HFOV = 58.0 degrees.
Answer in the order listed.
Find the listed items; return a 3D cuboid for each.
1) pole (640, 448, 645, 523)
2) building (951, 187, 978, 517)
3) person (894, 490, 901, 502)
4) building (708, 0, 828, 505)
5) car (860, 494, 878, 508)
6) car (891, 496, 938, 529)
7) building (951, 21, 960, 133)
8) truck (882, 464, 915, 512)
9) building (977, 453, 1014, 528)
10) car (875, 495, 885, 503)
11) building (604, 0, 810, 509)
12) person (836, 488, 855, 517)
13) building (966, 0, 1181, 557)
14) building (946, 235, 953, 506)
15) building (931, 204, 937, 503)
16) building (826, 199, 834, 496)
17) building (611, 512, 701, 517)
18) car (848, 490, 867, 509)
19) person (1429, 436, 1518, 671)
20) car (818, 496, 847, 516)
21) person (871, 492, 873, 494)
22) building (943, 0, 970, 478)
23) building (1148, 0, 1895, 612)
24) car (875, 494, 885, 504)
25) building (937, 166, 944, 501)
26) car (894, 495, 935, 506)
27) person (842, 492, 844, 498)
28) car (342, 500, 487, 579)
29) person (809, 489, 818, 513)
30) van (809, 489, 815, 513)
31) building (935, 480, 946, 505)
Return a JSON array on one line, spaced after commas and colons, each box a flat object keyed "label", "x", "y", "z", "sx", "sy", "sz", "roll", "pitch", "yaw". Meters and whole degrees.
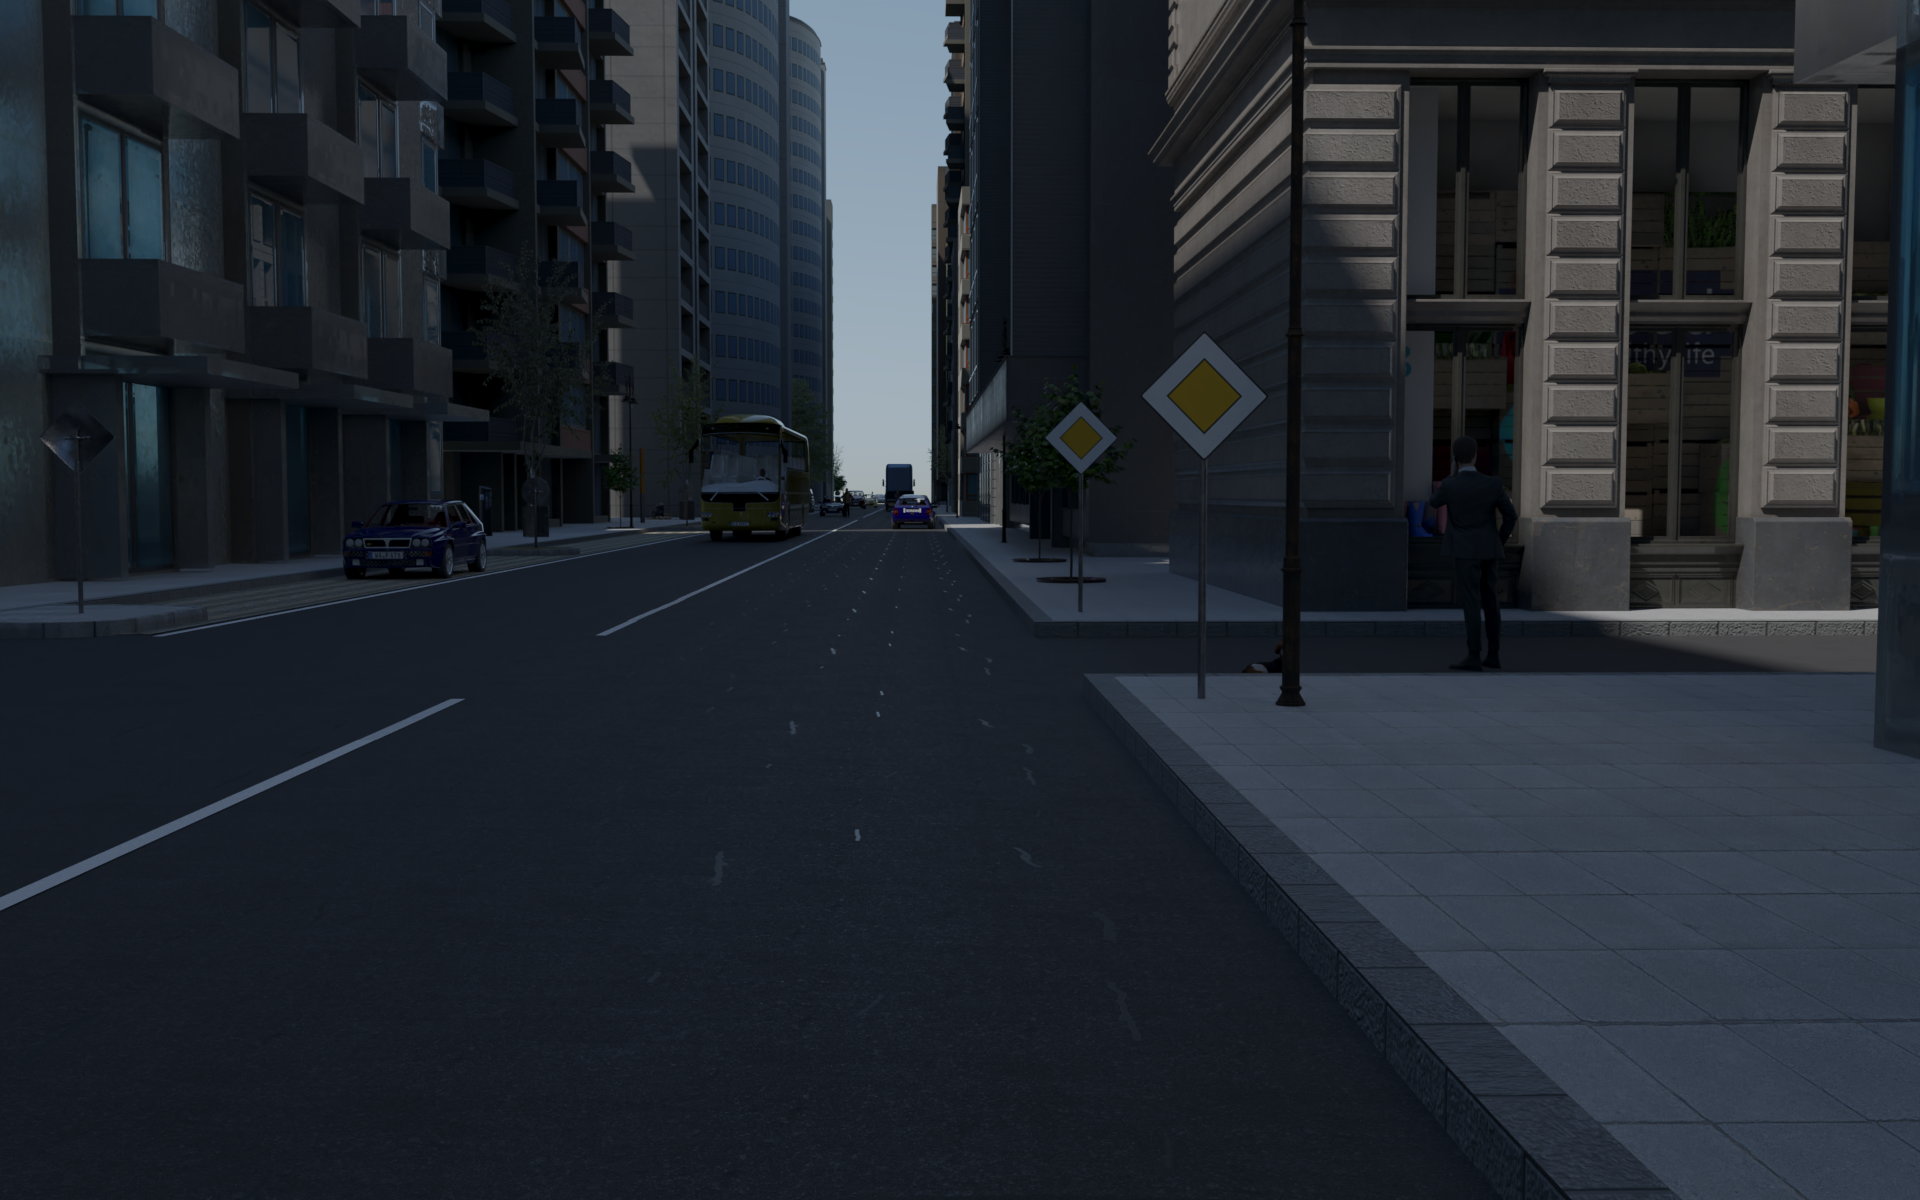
[{"label": "pole", "x": -14.143, "y": -5.091, "z": 77.088, "sx": 0.158, "sy": 3.312, "sz": 0.155, "roll": 0, "pitch": 3, "yaw": 0}, {"label": "building", "x": 13.558, "y": -16.352, "z": 112.391, "sx": 27.650, "sy": 21.520, "sz": 28.899, "roll": 0, "pitch": 4, "yaw": -1}, {"label": "person", "x": -4.750, "y": -7.606, "z": 133.389, "sx": 0.617, "sy": 1.759, "sz": 0.750, "roll": -1, "pitch": 4, "yaw": -18}, {"label": "building", "x": -27.509, "y": -40.958, "z": 211.660, "sx": 21.231, "sy": 58.520, "sz": 28.212, "roll": 0, "pitch": 4, "yaw": -1}, {"label": "car", "x": -9.492, "y": -10.395, "z": 180.184, "sx": 2.015, "sy": 1.641, "sz": 3.980, "roll": 0, "pitch": 3, "yaw": 0}, {"label": "car", "x": -1.911, "y": -3.620, "z": 71.775, "sx": 1.945, "sy": 1.354, "sz": 3.894, "roll": 0, "pitch": 4, "yaw": 0}, {"label": "building", "x": 6.191, "y": -31.344, "z": 162.581, "sx": 14.600, "sy": 45.320, "sz": 14.200, "roll": 0, "pitch": 4, "yaw": -1}, {"label": "truck", "x": -5.076, "y": -9.652, "z": 147.562, "sx": 2.967, "sy": 4.110, "sz": 18.799, "roll": 0, "pitch": 4, "yaw": -3}, {"label": "building", "x": 6.680, "y": -18.446, "z": 79.083, "sx": 11.434, "sy": 29.767, "sz": 29.804, "roll": 0, "pitch": 4, "yaw": -1}, {"label": "car", "x": -10.843, "y": -13.703, "z": 236.407, "sx": 2.083, "sy": 1.381, "sz": 4.827, "roll": 0, "pitch": 4, "yaw": -3}, {"label": "building", "x": -26.865, "y": -45.755, "z": 186.342, "sx": 20.563, "sy": 71.187, "sz": 20.611, "roll": 0, "pitch": 4, "yaw": -1}, {"label": "person", "x": -6.996, "y": -6.007, "z": 106.810, "sx": 1.348, "sy": 1.812, "sz": 0.705, "roll": 2, "pitch": 4, "yaw": 27}, {"label": "building", "x": 7.713, "y": -14.086, "z": 49.379, "sx": 14.314, "sy": 24.678, "sz": 30.058, "roll": 0, "pitch": 4, "yaw": -1}, {"label": "building", "x": 5.474, "y": -25.736, "z": 192.488, "sx": 14.160, "sy": 30.474, "sz": 14.107, "roll": 0, "pitch": 4, "yaw": -1}, {"label": "building", "x": 2.916, "y": -34.400, "z": 246.028, "sx": 14.154, "sy": 41.232, "sz": 14.086, "roll": 0, "pitch": 4, "yaw": -1}, {"label": "building", "x": -24.396, "y": -33.627, "z": 233.399, "sx": 14.154, "sy": 41.232, "sz": 14.086, "roll": 0, "pitch": 4, "yaw": -1}, {"label": "building", "x": -23.541, "y": -40.646, "z": 102.812, "sx": 20.563, "sy": 71.187, "sz": 20.611, "roll": 0, "pitch": 4, "yaw": -1}, {"label": "car", "x": -10.069, "y": -9.678, "z": 166.912, "sx": 2.281, "sy": 1.827, "sz": 5.304, "roll": 0, "pitch": 4, "yaw": -2}, {"label": "person", "x": 4.176, "y": -0.386, "z": 14.174, "sx": 0.648, "sy": 1.900, "sz": 0.474, "roll": -1, "pitch": 4, "yaw": -16}, {"label": "car", "x": -8.229, "y": -6.125, "z": 112.728, "sx": 1.945, "sy": 1.354, "sz": 3.894, "roll": 0, "pitch": 4, "yaw": -2}, {"label": "person", "x": -10.792, "y": -12.586, "z": 214.994, "sx": 0.721, "sy": 1.735, "sz": 1.217, "roll": -3, "pitch": 4, "yaw": -36}, {"label": "building", "x": 9.794, "y": -29.741, "z": 140.885, "sx": 22.147, "sy": 44.769, "sz": 28.867, "roll": 0, "pitch": 4, "yaw": -1}, {"label": "building", "x": 12.785, "y": -11.883, "z": 23.163, "sx": 19.941, "sy": 23.489, "sz": 11.050, "roll": 0, "pitch": 4, "yaw": -1}, {"label": "car", "x": -11.486, "y": -14.428, "z": 247.689, "sx": 2.131, "sy": 1.459, "sz": 4.920, "roll": 0, "pitch": 4, "yaw": -2}, {"label": "building", "x": 3.879, "y": -35.513, "z": 230.749, "sx": 14.600, "sy": 45.320, "sz": 14.200, "roll": 0, "pitch": 4, "yaw": -1}, {"label": "car", "x": -2.181, "y": -4.363, "z": 83.331, "sx": 2.014, "sy": 1.417, "sz": 4.499, "roll": 0, "pitch": 4, "yaw": -1}, {"label": "person", "x": -13.265, "y": -11.488, "z": 197.253, "sx": 0.530, "sy": 1.710, "sz": 0.541, "roll": 2, "pitch": 4, "yaw": 31}, {"label": "car", "x": -9.517, "y": -1.088, "z": 30.370, "sx": 1.945, "sy": 1.354, "sz": 3.894, "roll": 0, "pitch": 4, "yaw": -3}, {"label": "person", "x": -11.327, "y": -7.436, "z": 130.077, "sx": 1.348, "sy": 1.824, "sz": 0.705, "roll": 0, "pitch": 4, "yaw": 4}, {"label": "van", "x": -12.173, "y": -7.761, "z": 133.898, "sx": 2.013, "sy": 2.044, "sz": 4.112, "roll": 0, "pitch": 4, "yaw": -2}, {"label": "building", "x": 12.930, "y": -31.801, "z": 211.819, "sx": 32.217, "sy": 40.220, "sz": 23.993, "roll": 0, "pitch": 4, "yaw": -1}]
